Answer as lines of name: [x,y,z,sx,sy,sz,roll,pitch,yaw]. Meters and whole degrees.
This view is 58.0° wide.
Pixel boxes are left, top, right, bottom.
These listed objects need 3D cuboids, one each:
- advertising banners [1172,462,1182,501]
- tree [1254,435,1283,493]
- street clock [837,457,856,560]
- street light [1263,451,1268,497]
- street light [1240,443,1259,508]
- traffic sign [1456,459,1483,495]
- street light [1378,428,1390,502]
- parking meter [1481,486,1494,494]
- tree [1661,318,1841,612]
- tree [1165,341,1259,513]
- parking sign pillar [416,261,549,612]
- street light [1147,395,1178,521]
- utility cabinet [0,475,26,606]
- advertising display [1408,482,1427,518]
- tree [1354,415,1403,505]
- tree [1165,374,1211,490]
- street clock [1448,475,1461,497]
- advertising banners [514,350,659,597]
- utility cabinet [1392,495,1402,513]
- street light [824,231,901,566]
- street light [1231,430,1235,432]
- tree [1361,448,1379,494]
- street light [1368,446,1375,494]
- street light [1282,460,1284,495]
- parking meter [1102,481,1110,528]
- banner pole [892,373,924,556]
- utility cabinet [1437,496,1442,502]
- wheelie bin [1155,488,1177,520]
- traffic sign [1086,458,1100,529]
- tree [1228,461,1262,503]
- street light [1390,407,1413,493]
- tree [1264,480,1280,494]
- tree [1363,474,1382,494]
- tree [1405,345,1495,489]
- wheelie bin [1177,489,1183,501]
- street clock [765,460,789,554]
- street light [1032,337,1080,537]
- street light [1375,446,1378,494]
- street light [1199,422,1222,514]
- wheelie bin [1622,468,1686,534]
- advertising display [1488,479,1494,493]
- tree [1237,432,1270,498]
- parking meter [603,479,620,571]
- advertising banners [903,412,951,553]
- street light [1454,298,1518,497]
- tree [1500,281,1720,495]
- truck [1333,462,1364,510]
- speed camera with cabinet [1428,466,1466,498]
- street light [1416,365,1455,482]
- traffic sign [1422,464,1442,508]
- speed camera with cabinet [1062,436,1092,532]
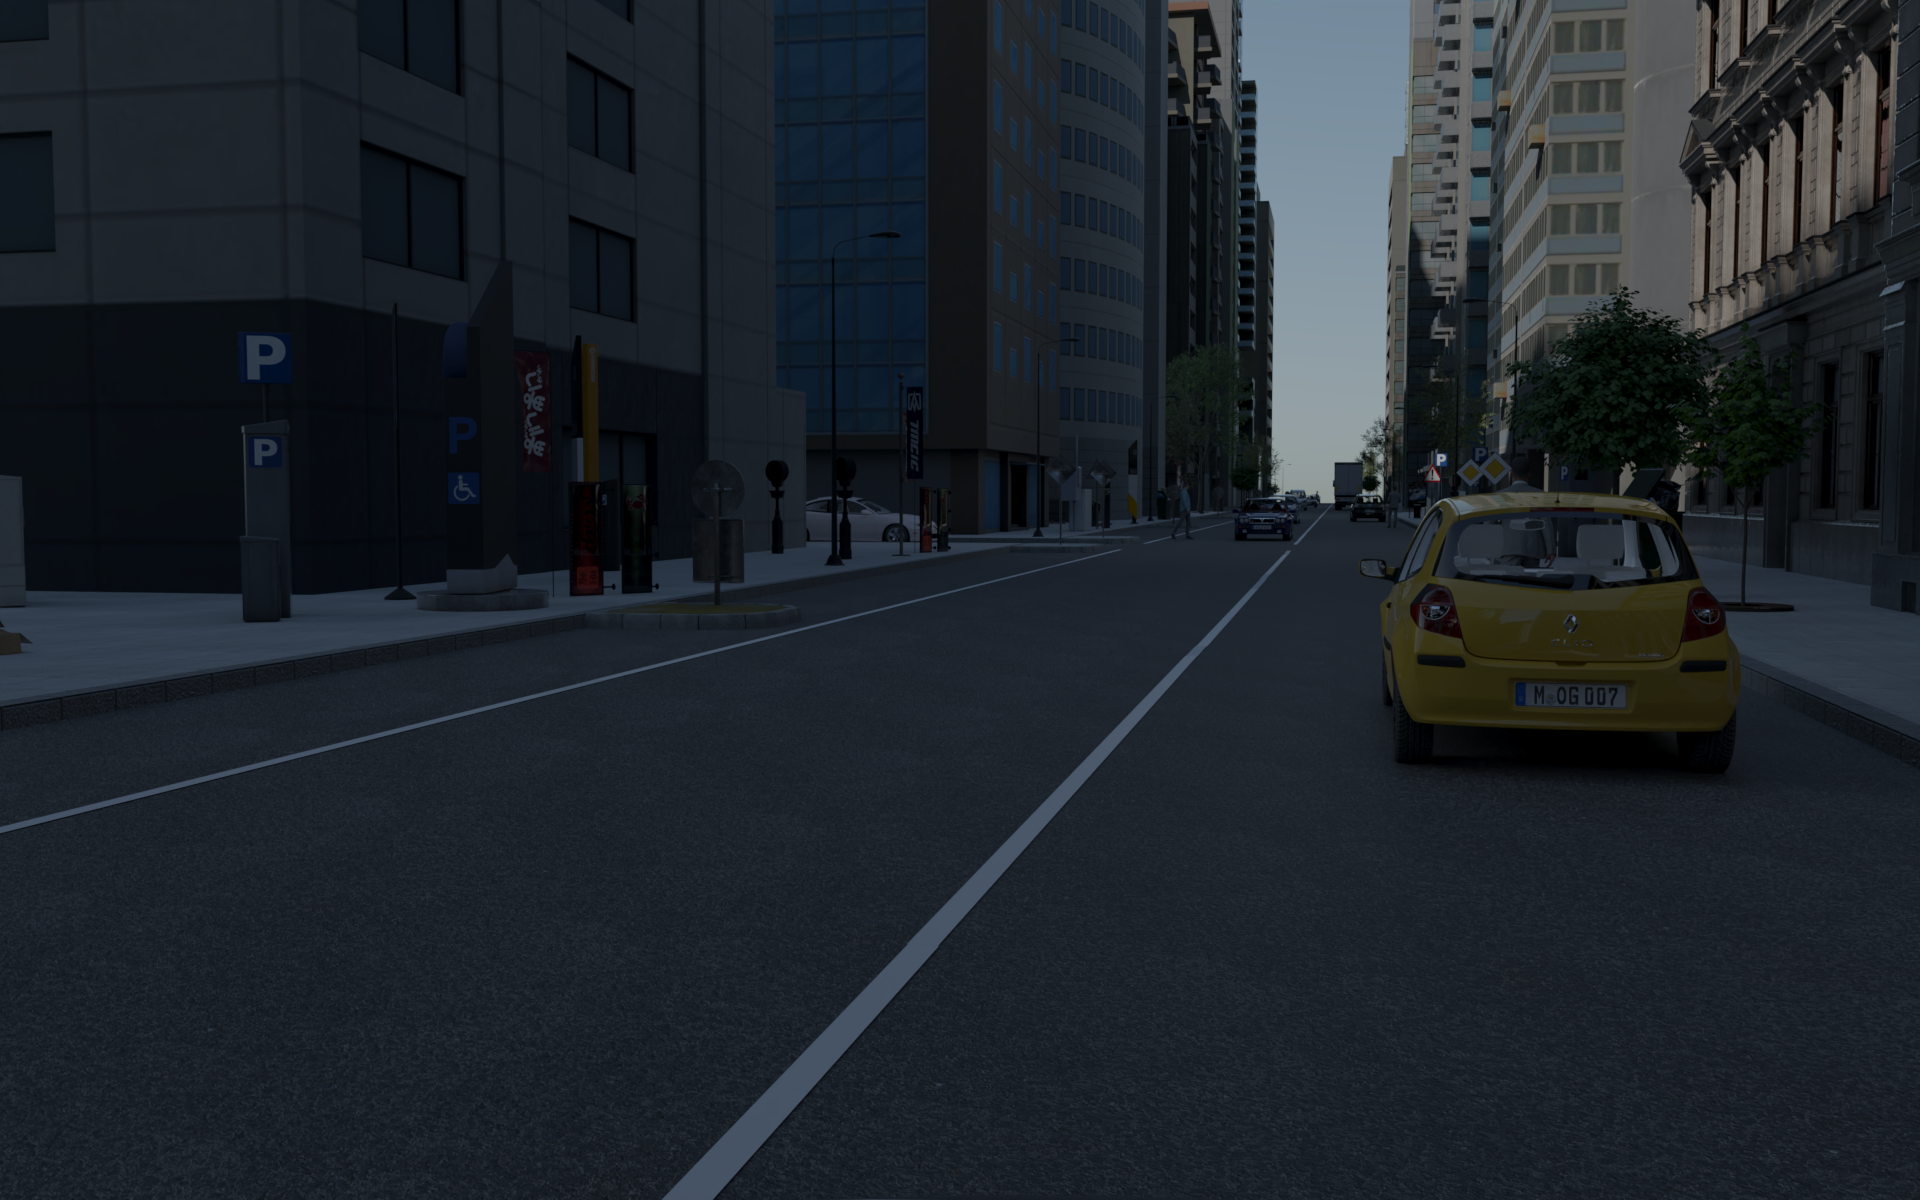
advertising banners: [11.288,-5.904,92.725,0.090,3.025,2.074,3,5,42]
tree: [37.501,-15.993,211.842,4.360,8.622,3.978,0,3,0]
street clock: [-2.256,-1.799,33.991,0.358,2.002,0.471,-3,4,-39]
street light: [32.543,-13.108,186.854,1.470,5.913,1.316,1,4,12]
street light: [26.012,-11.248,156.452,1.470,5.913,1.316,1,4,12]
traffic sign: [14.449,-2.778,49.063,0.795,2.450,0.064,1,4,12]
street light: [30.517,-9.168,122.444,1.470,5.913,1.316,1,4,12]
parking meter: [16.033,-2.710,52.715,0.372,1.533,0.369,0,3,0]
tree: [8.631,-1.511,19.307,1.663,3.219,1.824,0,3,0]
tree: [16.503,-11.767,118.149,9.928,11.665,9.643,0,3,0]
parking sign pillar: [-5.388,-1.896,19.465,1.447,3.967,1.447,0,4,2]
street light: [9.529,-6.669,81.577,1.470,5.913,1.316,1,4,12]
utility cabinet: [-10.959,-0.692,19.985,0.318,1.500,1.173,-2,4,-29]
advertising display: [24.171,-5.277,91.496,0.974,1.923,0.123,2,4,33]
tree: [50.025,-16.539,204.825,7.601,10.594,8.767,-1,4,-16]
tree: [13.427,-9.482,105.385,4.360,8.622,3.978,0,3,0]
street clock: [18.433,-3.669,64.560,0.358,2.002,0.471,-2,4,-24]
advertising banners: [-4.682,-1.564,21.765,2.074,3.025,0.090,-3,5,-45]
utility cabinet: [30.320,-6.664,120.124,0.306,1.237,1.020,3,4,38]
street light: [-1.728,-3.564,30.818,1.470,5.913,1.316,1,4,12]
street light: [19.280,-9.400,126.228,1.470,5.913,1.316,1,4,12]
tree: [63.996,-19.657,271.748,4.737,8.622,4.395,0,3,0]
street light: [40.128,-11.834,166.027,1.470,5.913,1.316,1,4,12]
street light: [43.744,-16.203,237.463,1.470,5.913,1.316,1,4,12]
parking meter: [5.473,-3.617,64.845,0.255,1.863,0.399,0,4,-5]
banner pole: [-1.047,-2.790,35.641,0.863,3.779,0.401,3,5,42]
utility cabinet: [22.179,-4.200,79.833,0.306,1.237,1.020,0,4,7]
wheelie bin: [10.195,-4.822,86.744,0.693,1.594,0.980,2,4,32]
traffic sign: [5.011,-3.867,63.233,0.884,2.594,0.081,1,4,13]
tree: [27.935,-11.371,169.636,4.285,4.588,4.351,0,3,0]
street light: [23.871,-7.336,92.482,1.470,5.913,1.316,1,4,12]
tree: [41.494,-14.520,232.006,1.663,3.219,1.824,0,3,0]
tree: [61.063,-16.745,257.500,4.285,4.588,4.351,0,3,0]
tree: [24.475,-8.328,86.524,4.737,8.622,4.395,0,3,0]
wheelie bin: [12.729,-5.616,99.725,0.693,1.594,0.980,2,4,31]
street clock: [-3.917,-1.991,37.130,0.471,2.002,0.358,2,4,32]
street light: [2.866,-4.837,51.619,1.470,5.913,1.316,1,4,12]
street light: [33.421,-9.974,135.623,1.470,5.913,1.316,1,4,12]
street light: [16.134,-8.502,111.548,1.470,5.913,1.316,1,4,12]
wheelie bin: [8.538,-0.828,21.451,0.693,1.594,0.980,0,4,-4]
advertising display: [20.783,-3.822,67.703,0.123,1.923,0.974,0,4,5]
tree: [33.555,-15.212,199.078,4.737,8.622,4.395,0,3,0]
parking meter: [-5.854,-1.249,28.837,0.372,1.533,0.369,0,3,0]
advertising banners: [-0.732,-2.545,37.804,0.090,3.025,2.074,2,4,29]
street light: [12.568,-4.188,41.007,1.470,5.913,1.316,1,4,12]
tree: [10.229,-2.630,26.717,4.285,4.588,4.351,0,3,0]
truck: [35.209,-10.283,157.042,2.839,4.237,11.283,1,4,12]
speed camera with cabinet: [25.566,-5.908,90.933,0.660,3.252,2.038,-2,4,-34]
street light: [17.274,-5.483,62.186,1.470,5.913,1.316,1,4,12]
traffic sign: [20.645,-4.631,75.724,0.884,2.594,0.081,1,4,18]
speed camera with cabinet: [3.989,-3.982,59.445,0.660,3.252,2.038,1,4,19]
